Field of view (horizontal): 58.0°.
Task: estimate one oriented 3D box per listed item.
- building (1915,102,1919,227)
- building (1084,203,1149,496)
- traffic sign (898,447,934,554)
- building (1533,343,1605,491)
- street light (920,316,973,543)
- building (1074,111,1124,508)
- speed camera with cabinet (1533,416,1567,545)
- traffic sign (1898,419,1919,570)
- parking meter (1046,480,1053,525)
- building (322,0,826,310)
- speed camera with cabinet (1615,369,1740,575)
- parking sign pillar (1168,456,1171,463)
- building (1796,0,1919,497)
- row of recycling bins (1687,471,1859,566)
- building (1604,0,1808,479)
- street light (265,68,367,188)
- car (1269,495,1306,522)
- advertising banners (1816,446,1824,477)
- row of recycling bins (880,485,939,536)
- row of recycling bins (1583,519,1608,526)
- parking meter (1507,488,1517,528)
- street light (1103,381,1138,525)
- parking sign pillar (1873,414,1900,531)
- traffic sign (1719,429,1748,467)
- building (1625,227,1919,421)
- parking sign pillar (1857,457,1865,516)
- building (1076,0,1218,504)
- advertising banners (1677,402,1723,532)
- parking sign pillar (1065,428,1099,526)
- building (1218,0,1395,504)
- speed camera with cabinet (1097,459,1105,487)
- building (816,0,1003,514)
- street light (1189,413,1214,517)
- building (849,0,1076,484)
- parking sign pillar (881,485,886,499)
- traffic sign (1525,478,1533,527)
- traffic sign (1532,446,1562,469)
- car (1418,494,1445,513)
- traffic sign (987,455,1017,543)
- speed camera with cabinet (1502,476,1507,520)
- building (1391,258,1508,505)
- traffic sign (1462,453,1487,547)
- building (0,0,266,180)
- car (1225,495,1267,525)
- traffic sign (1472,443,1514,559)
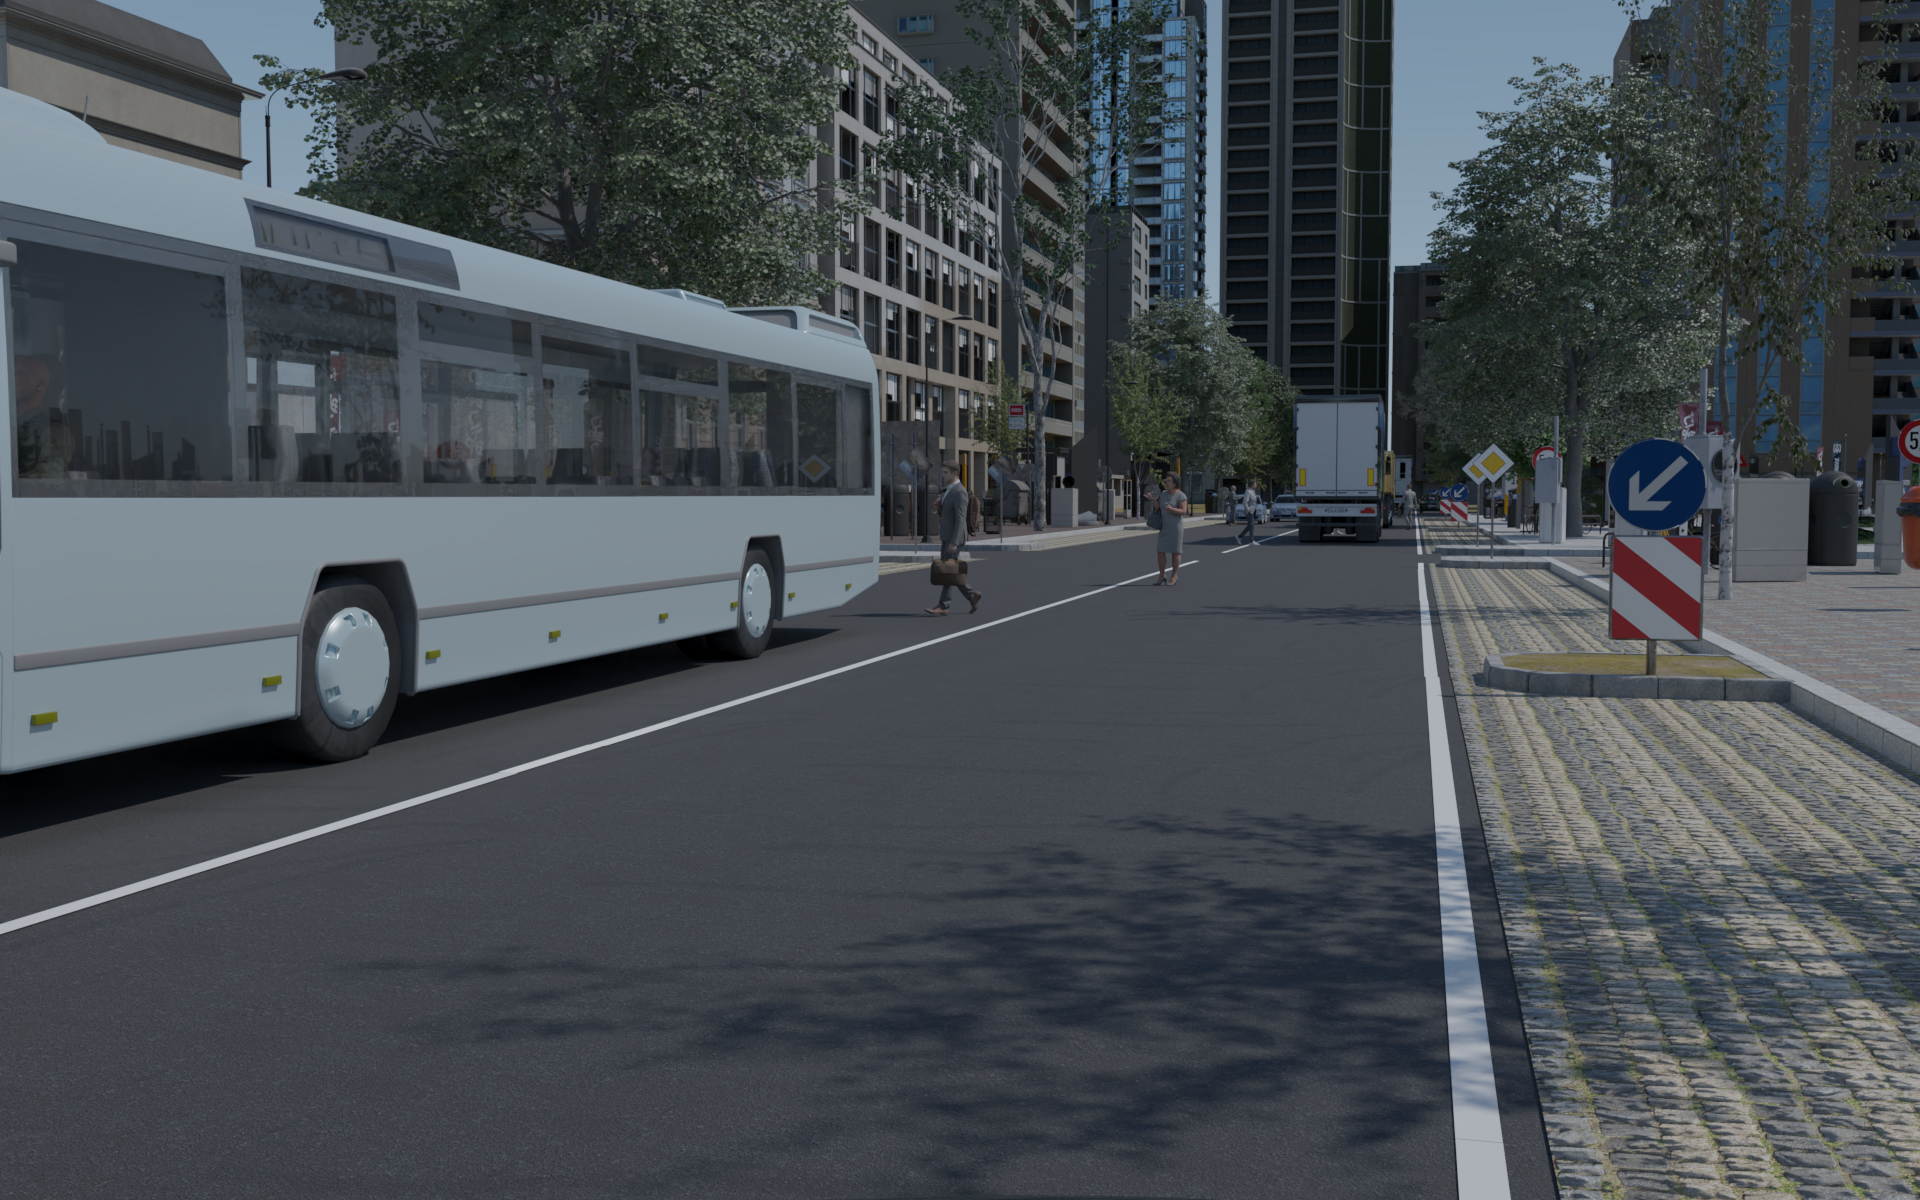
[{"bbox_3d":[86.411,-43.649,151.909,20.611,71.187,20.563,1,4,15],"label":"building"},{"bbox_3d":[11.743,-24.756,176.458,14.107,30.474,14.160,1,4,15],"label":"building"},{"bbox_3d":[-0.948,-2.051,37.178,0.795,2.450,0.064,1,4,15],"label":"traffic sign"},{"bbox_3d":[83.316,-22.722,216.543,28.899,21.520,27.650,1,4,15],"label":"building"},{"bbox_3d":[-0.349,-4.452,45.336,1.470,5.913,1.316,1,4,15],"label":"street light"},{"bbox_3d":[-1.789,-28.526,158.283,32.217,40.220,23.993,1,4,15],"label":"building"},{"bbox_3d":[15.226,-3.077,44.638,0.660,3.252,2.038,2,4,25],"label":"speed camera with cabinet"},{"bbox_3d":[16.226,-1.782,29.244,0.768,2.556,0.104,1,4,18],"label":"traffic sign"},{"bbox_3d":[3.746,-4.028,71.571,0.255,1.863,0.399,-1,4,-16],"label":"parking meter"},{"bbox_3d":[-15.052,-17.574,73.235,13.634,28.700,20.117,1,4,15],"label":"building"},{"bbox_3d":[11.191,-1.997,26.985,2.038,3.252,0.660,-2,4,-24],"label":"speed camera with cabinet"},{"bbox_3d":[13.491,-7.643,113.440,1.447,3.967,1.447,1,4,19],"label":"parking sign pillar"},{"bbox_3d":[56.712,-28.657,118.659,14.600,45.320,14.200,1,4,15],"label":"building"},{"bbox_3d":[14.390,-1.498,31.599,3.534,1.692,1.069,1,4,20],"label":"row of recycling bins"},{"bbox_3d":[68.067,-31.196,160.159,14.600,45.320,14.200,1,4,15],"label":"building"},{"bbox_3d":[-7.140,-2.852,19.174,1.470,5.913,1.316,1,4,15],"label":"street light"},{"bbox_3d":[17.213,-4.796,90.412,2.014,1.417,4.499,1,4,16],"label":"car"},{"bbox_3d":[30.938,-4.097,63.168,2.074,3.025,0.090,-2,4,-35],"label":"advertising banners"},{"bbox_3d":[-2.355,-2.795,52.811,3.534,1.692,1.069,-1,4,-17],"label":"row of recycling bins"},{"bbox_3d":[25.516,-3.928,71.341,1.069,1.692,3.534,-3,4,-36],"label":"row of recycling bins"},{"bbox_3d":[21.037,-3.518,65.931,0.372,1.533,0.369,0,3,0],"label":"parking meter"},{"bbox_3d":[6.664,-6.062,71.662,1.470,5.913,1.316,1,4,15],"label":"street light"},{"bbox_3d":[31.995,-4.317,59.057,1.447,3.967,1.447,-3,5,-42],"label":"parking sign pillar"},{"bbox_3d":[14.969,-2.079,33.998,0.884,2.594,0.081,1,4,21],"label":"traffic sign"},{"bbox_3d":[69.317,-17.938,138.327,27.650,21.520,28.899,1,4,15],"label":"building"},{"bbox_3d":[47.985,-6.324,91.866,1.447,3.967,1.447,3,5,42],"label":"parking sign pillar"},{"bbox_3d":[19.237,-55.931,227.138,31.000,86.520,22.319,1,4,15],"label":"building"},{"bbox_3d":[14.572,-2.266,33.236,2.074,3.025,0.090,-1,4,-18],"label":"advertising banners"},{"bbox_3d":[4.909,-4.997,70.174,1.447,3.967,1.447,-2,4,-33],"label":"parking sign pillar"},{"bbox_3d":[44.493,-47.911,221.604,20.611,71.187,20.563,1,4,15],"label":"building"},{"bbox_3d":[7.221,-6.375,98.567,2.038,3.252,0.660,2,4,30],"label":"speed camera with cabinet"},{"bbox_3d":[-10.871,-18.097,100.395,19.350,26.468,34.151,1,4,15],"label":"building"},{"bbox_3d":[13.804,-7.728,98.887,1.470,5.913,1.316,1,4,15],"label":"street light"},{"bbox_3d":[-3.500,-31.242,134.507,21.300,48.544,21.600,1,4,15],"label":"building"},{"bbox_3d":[-3.051,-5.391,76.608,1.447,3.967,1.447,2,4,35],"label":"parking sign pillar"},{"bbox_3d":[22.231,-4.159,68.006,0.884,2.594,0.081,1,4,16],"label":"traffic sign"},{"bbox_3d":[15.587,-2.808,46.016,0.768,2.556,0.104,2,4,24],"label":"traffic sign"},{"bbox_3d":[35.512,-7.382,130.489,2.009,1.686,4.222,1,4,15],"label":"car"},{"bbox_3d":[1.077,-2.524,44.903,0.795,2.450,0.064,1,4,15],"label":"traffic sign"},{"bbox_3d":[27.393,-5.488,84.067,2.038,3.252,0.660,1,4,10],"label":"speed camera with cabinet"},{"bbox_3d":[60.789,-27.126,215.213,14.107,30.474,14.160,1,4,15],"label":"building"},{"bbox_3d":[12.530,-2.339,41.891,0.795,2.450,0.064,1,4,15],"label":"traffic sign"},{"bbox_3d":[-50.360,-15.144,80.890,30.059,22.955,16.112,1,4,15],"label":"building"},{"bbox_3d":[13.757,-4.349,83.111,2.014,1.417,4.499,1,4,13],"label":"car"},{"bbox_3d":[10.506,-1.867,34.166,0.795,2.450,0.064,1,4,15],"label":"traffic sign"}]
